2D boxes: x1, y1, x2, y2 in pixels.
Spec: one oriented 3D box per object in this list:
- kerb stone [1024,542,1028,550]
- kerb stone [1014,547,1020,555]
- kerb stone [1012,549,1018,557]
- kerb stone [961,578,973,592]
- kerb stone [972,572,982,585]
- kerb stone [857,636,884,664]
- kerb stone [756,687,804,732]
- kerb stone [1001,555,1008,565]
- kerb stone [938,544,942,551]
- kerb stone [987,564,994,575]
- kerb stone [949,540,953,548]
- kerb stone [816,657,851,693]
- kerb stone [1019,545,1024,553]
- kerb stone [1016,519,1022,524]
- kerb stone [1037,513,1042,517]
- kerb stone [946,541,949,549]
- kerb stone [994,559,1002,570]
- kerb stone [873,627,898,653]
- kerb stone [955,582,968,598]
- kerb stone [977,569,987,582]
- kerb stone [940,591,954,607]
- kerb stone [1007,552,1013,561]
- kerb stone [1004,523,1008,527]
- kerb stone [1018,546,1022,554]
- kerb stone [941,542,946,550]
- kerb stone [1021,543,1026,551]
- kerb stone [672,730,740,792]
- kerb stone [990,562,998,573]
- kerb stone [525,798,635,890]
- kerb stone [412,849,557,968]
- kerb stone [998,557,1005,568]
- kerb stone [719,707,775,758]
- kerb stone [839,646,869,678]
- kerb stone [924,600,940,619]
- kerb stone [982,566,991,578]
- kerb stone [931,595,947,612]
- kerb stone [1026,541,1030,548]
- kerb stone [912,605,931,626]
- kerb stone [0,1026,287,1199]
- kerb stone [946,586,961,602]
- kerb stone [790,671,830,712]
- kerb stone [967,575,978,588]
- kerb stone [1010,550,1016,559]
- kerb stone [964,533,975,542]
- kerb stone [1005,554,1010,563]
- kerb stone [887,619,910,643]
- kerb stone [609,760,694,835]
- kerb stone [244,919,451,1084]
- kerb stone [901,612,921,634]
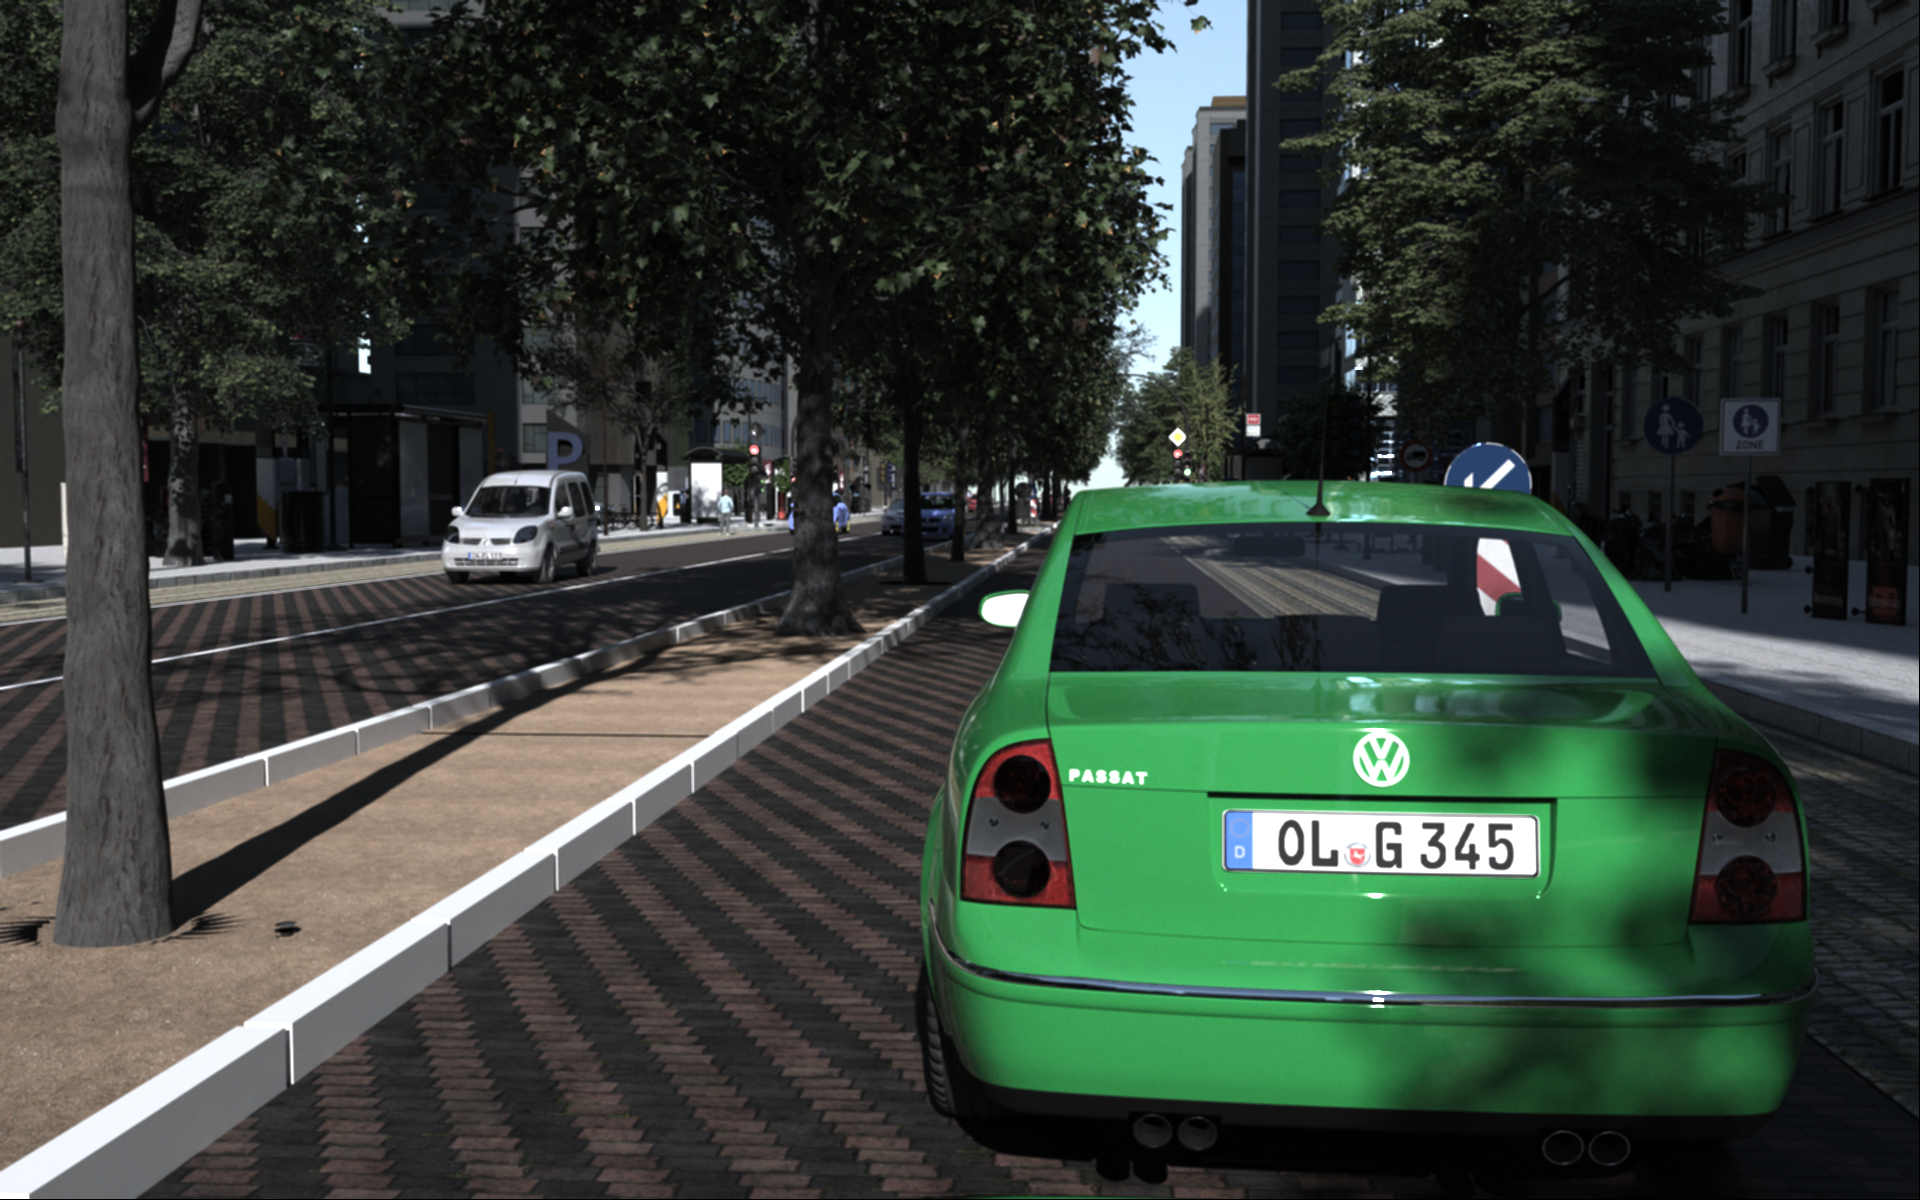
[{"bbox_3d":[1.562,-1.299,43.521,0.120,0.150,1.000,0,4,5],"label":"kerb stone"},{"bbox_3d":[1.223,-1.051,39.439,0.120,0.150,1.000,0,4,5],"label":"kerb stone"},{"bbox_3d":[1.143,-0.987,38.418,0.120,0.150,1.000,0,4,5],"label":"kerb stone"},{"bbox_3d":[0.054,-0.178,25.129,0.120,0.150,1.000,0,4,5],"label":"kerb stone"},{"bbox_3d":[0.217,-0.304,27.170,0.120,0.150,1.000,0,4,5],"label":"kerb stone"},{"bbox_3d":[-0.797,0.448,14.928,0.120,0.150,1.000,0,4,5],"label":"kerb stone"},{"bbox_3d":[-1.136,0.694,10.853,0.120,0.150,1.000,0,4,5],"label":"kerb stone"},{"bbox_3d":[0.806,-0.741,34.320,0.120,0.150,1.000,0,4,5],"label":"kerb stone"},{"bbox_3d":[-0.617,-1.245,42.695,0.120,0.150,1.000,0,4,5],"label":"kerb stone"},{"bbox_3d":[0.464,-0.492,30.238,0.120,0.150,1.000,0,4,5],"label":"kerb stone"},{"bbox_3d":[-0.360,-1.441,45.757,0.120,0.150,1.000,0,4,5],"label":"kerb stone"},{"bbox_3d":[-0.960,0.569,12.890,0.120,0.150,1.000,0,4,5],"label":"kerb stone"},{"bbox_3d":[1.394,-1.178,41.483,0.120,0.150,1.000,0,4,5],"label":"kerb stone"},{"bbox_3d":[3.043,-3.971,87.123,0.120,0.150,1.000,0,4,5],"label":"kerb stone"},{"bbox_3d":[5.406,-5.722,115.753,0.120,0.150,1.000,0,4,5],"label":"kerb stone"},{"bbox_3d":[-0.450,-1.379,44.739,0.120,0.150,1.000,0,4,5],"label":"kerb stone"},{"bbox_3d":[0.638,-0.616,32.275,0.120,0.150,1.000,0,4,5],"label":"kerb stone"},{"bbox_3d":[-0.711,0.383,15.947,0.120,0.150,1.000,0,4,5],"label":"kerb stone"},{"bbox_3d":[-0.029,-0.117,24.110,0.120,0.150,1.000,0,4,5],"label":"kerb stone"},{"bbox_3d":[0.298,-0.367,28.192,0.120,0.150,1.000,0,4,5],"label":"kerb stone"},{"bbox_3d":[-0.210,0.015,22.071,0.120,0.150,1.000,0,4,5],"label":"kerb stone"},{"bbox_3d":[0.975,-0.861,36.367,0.120,0.150,1.000,0,4,5],"label":"kerb stone"},{"bbox_3d":[2.125,-3.279,75.896,0.120,0.150,1.000,0,4,5],"label":"kerb stone"},{"bbox_3d":[1.303,-1.115,40.462,0.120,0.150,1.000,0,4,5],"label":"kerb stone"},{"bbox_3d":[-0.532,-1.312,43.717,0.120,0.150,1.000,0,4,5],"label":"kerb stone"},{"bbox_3d":[1.478,-1.239,42.502,0.120,0.150,1.000,0,4,5],"label":"kerb stone"},{"bbox_3d":[-1.297,0.819,8.804,0.120,0.150,1.000,0,4,5],"label":"kerb stone"},{"bbox_3d":[0.552,-0.552,31.257,0.120,0.150,1.000,0,4,5],"label":"kerb stone"},{"bbox_3d":[-1.472,0.944,6.757,0.120,0.150,1.000,0,4,5],"label":"kerb stone"},{"bbox_3d":[-1.558,1.010,5.730,0.120,0.150,1.000,0,4,5],"label":"kerb stone"},{"bbox_3d":[0.728,-0.679,33.295,0.120,0.150,1.000,0,4,5],"label":"kerb stone"},{"bbox_3d":[-1.219,0.757,9.823,0.120,0.150,1.000,0,4,5],"label":"kerb stone"},{"bbox_3d":[-0.875,0.507,13.909,0.120,0.150,1.000,0,4,5],"label":"kerb stone"},{"bbox_3d":[-0.368,0.132,20.032,0.120,0.150,1.000,0,4,5],"label":"kerb stone"},{"bbox_3d":[0.390,-0.429,29.211,0.120,0.150,1.000,0,4,5],"label":"kerb stone"},{"bbox_3d":[-0.293,0.070,21.051,0.120,0.150,1.000,0,4,5],"label":"kerb stone"},{"bbox_3d":[1.657,-1.367,44.539,0.120,0.150,1.000,0,4,5],"label":"kerb stone"},{"bbox_3d":[-0.458,0.195,19.008,0.120,0.150,1.000,0,4,5],"label":"kerb stone"},{"bbox_3d":[-1.724,1.133,3.677,0.120,0.150,1.000,0,4,5],"label":"kerb stone"},{"bbox_3d":[-0.121,-0.055,23.092,0.120,0.150,1.000,0,4,5],"label":"kerb stone"},{"bbox_3d":[-1.046,0.634,11.872,0.120,0.150,1.000,0,4,5],"label":"kerb stone"},{"bbox_3d":[0.133,-0.242,26.148,0.120,0.150,1.000,0,4,5],"label":"kerb stone"},{"bbox_3d":[1.061,-0.925,37.389,0.120,0.150,1.000,0,4,5],"label":"kerb stone"},{"bbox_3d":[0.303,-1.937,53.929,0.120,0.150,1.000,0,4,5],"label":"kerb stone"},{"bbox_3d":[0.885,-0.802,35.339,0.120,0.150,1.000,0,4,5],"label":"kerb stone"},{"bbox_3d":[-0.626,0.320,16.969,0.120,0.150,1.000,0,4,5],"label":"kerb stone"},{"bbox_3d":[-1.384,0.882,7.776,0.120,0.150,1.000,0,4,5],"label":"kerb stone"},{"bbox_3d":[-1.637,1.070,4.703,0.120,0.150,1.000,0,4,5],"label":"kerb stone"},{"bbox_3d":[-0.540,0.262,17.990,0.120,0.150,1.000,0,4,5],"label":"kerb stone"}]
